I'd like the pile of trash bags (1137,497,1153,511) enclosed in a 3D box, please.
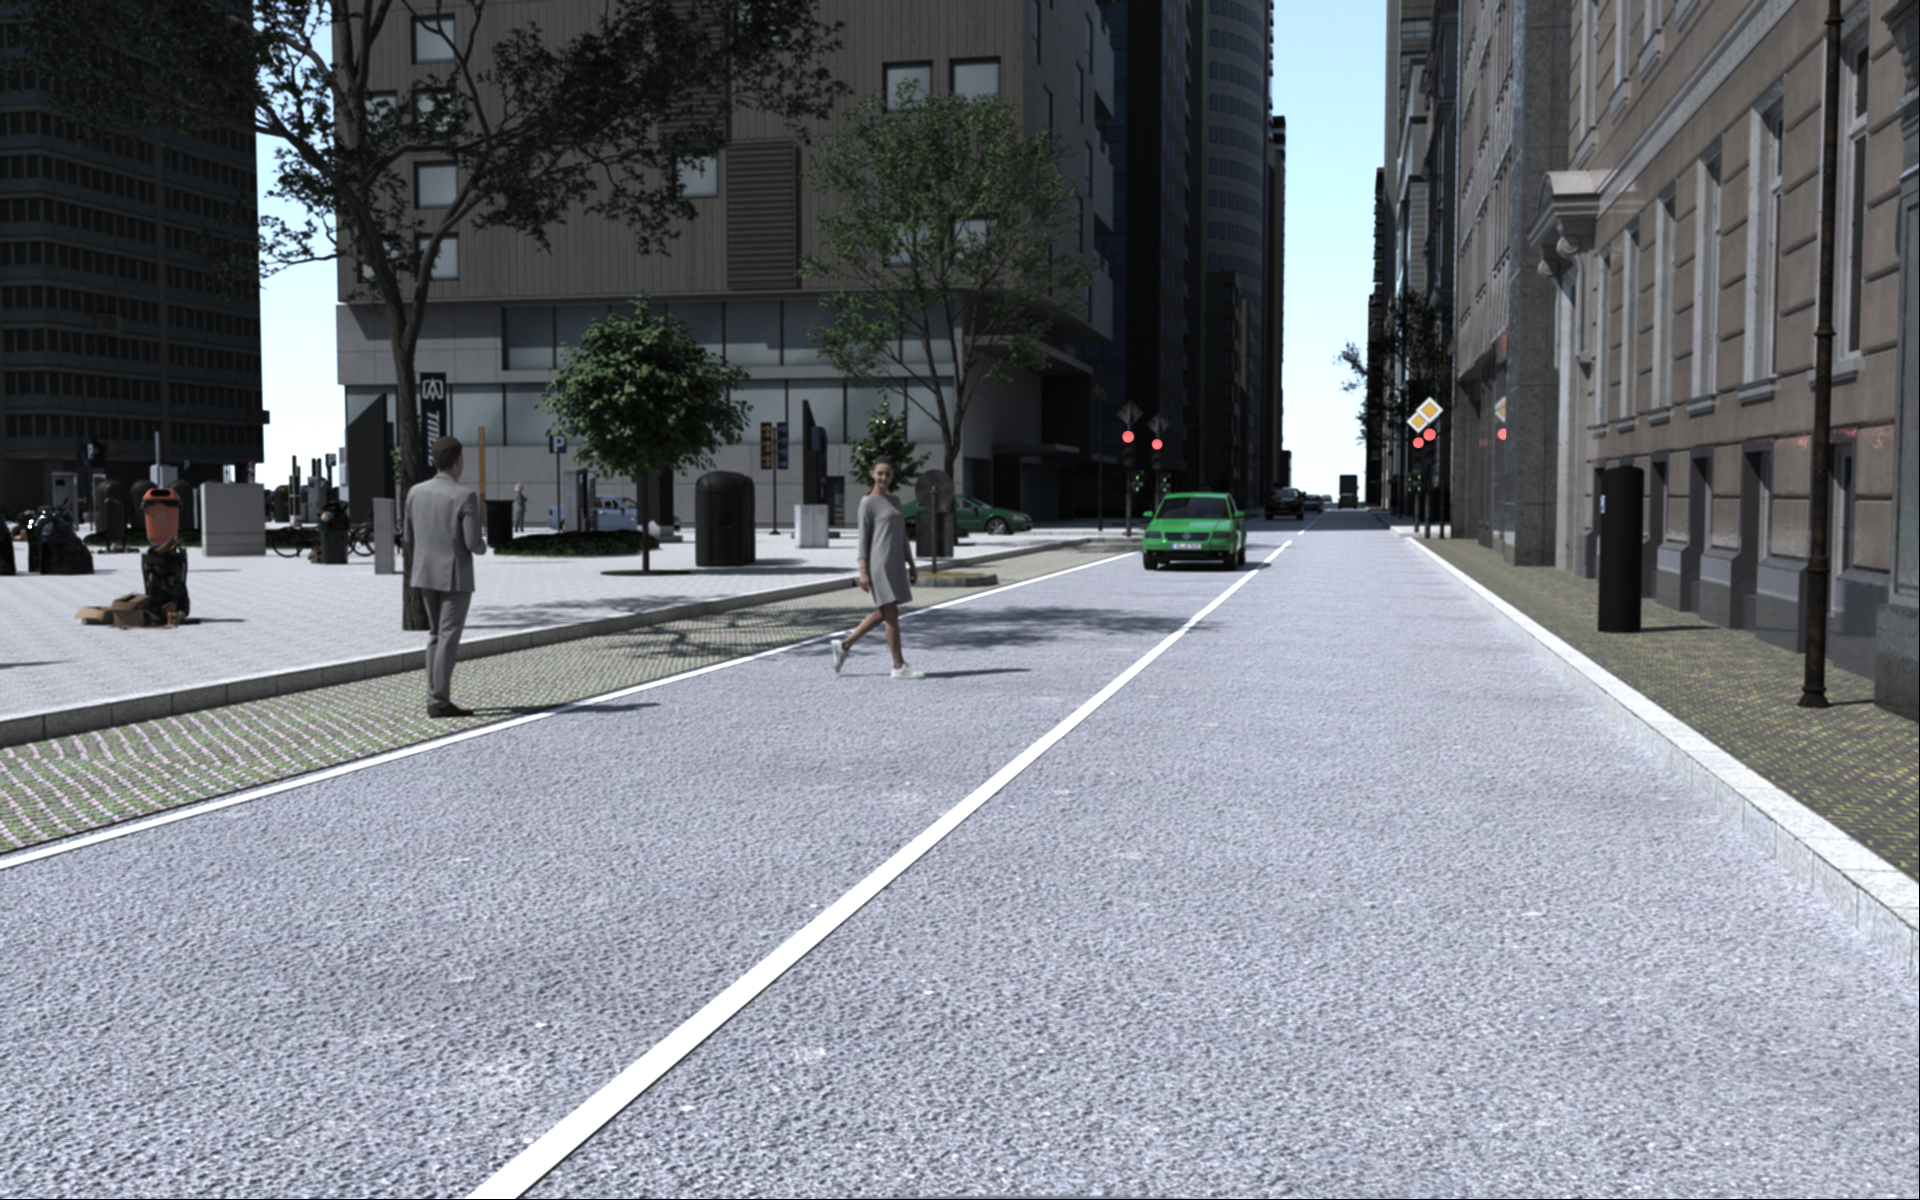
[{"bbox_3d":[11.034,-5.074,92.710,3.447,1.369,1.912,2,4,28],"label":"pile of trash bags"}]

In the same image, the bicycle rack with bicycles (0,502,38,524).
[{"bbox_3d":[-41.202,-3.773,75.077,2.925,0.926,2.852,-2,4,-33],"label":"bicycle rack with bicycles"}]

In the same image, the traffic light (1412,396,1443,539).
[{"bbox_3d":[13.479,-3.729,49.895,0.839,4.253,0.868,1,4,13],"label":"traffic light"}]

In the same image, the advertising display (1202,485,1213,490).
[{"bbox_3d":[17.448,-7.165,122.366,0.974,1.923,0.123,3,5,43],"label":"advertising display"}]

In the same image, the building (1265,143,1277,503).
[{"bbox_3d":[28.508,-31.432,197.515,14.154,41.232,14.086,1,4,13],"label":"building"}]

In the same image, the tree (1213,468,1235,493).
[{"bbox_3d":[19.369,-8.112,127.226,1.663,3.219,1.824,0,3,0],"label":"tree"}]

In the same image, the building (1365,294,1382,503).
[{"bbox_3d":[65.534,-29.154,248.366,14.160,30.474,14.107,1,4,13],"label":"building"}]

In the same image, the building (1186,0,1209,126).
[{"bbox_3d":[10.004,-26.912,123.613,14.154,41.232,14.086,1,4,13],"label":"building"}]

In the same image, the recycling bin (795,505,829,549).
[{"bbox_3d":[-3.526,-1.750,41.161,0.722,1.027,0.722,-1,4,-13],"label":"recycling bin"}]

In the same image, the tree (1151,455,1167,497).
[{"bbox_3d":[8.501,-5.116,78.241,1.663,3.219,1.824,0,3,0],"label":"tree"}]

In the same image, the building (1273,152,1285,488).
[{"bbox_3d":[34.283,-35.040,223.022,14.600,45.320,14.200,1,4,13],"label":"building"}]

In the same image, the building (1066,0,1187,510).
[{"bbox_3d":[5.668,-27.627,101.809,14.600,45.320,14.200,1,4,13],"label":"building"}]

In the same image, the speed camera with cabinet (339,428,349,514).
[{"bbox_3d":[-17.844,-3.522,51.919,2.038,3.252,0.660,3,5,41],"label":"speed camera with cabinet"}]

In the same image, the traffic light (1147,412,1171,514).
[{"bbox_3d":[6.817,-4.320,59.548,0.839,4.253,0.868,1,4,13],"label":"traffic light"}]

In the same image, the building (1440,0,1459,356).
[{"bbox_3d":[27.033,-14.122,59.771,19.941,23.489,11.050,1,4,13],"label":"building"}]

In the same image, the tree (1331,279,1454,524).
[{"bbox_3d":[20.281,-8.620,75.357,7.601,10.594,8.767,3,4,37],"label":"tree"}]

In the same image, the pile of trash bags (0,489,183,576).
[{"bbox_3d":[-14.484,-1.122,28.103,3.447,1.369,1.912,-1,4,-21],"label":"pile of trash bags"}]

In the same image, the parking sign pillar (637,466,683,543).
[{"bbox_3d":[-8.044,-3.495,45.615,1.447,3.967,1.447,-3,4,-37],"label":"parking sign pillar"}]

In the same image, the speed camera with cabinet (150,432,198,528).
[{"bbox_3d":[-24.763,-3.696,54.763,2.038,3.252,0.660,2,4,34],"label":"speed camera with cabinet"}]

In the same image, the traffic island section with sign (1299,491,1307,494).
[{"bbox_3d":[52.606,-15.632,264.202,1.989,1.847,2.006,1,4,13],"label":"traffic island section with sign"}]

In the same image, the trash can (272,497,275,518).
[{"bbox_3d":[-37.174,-5.065,94.470,0.748,1.137,0.748,0,3,0],"label":"trash can"}]

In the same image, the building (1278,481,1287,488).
[{"bbox_3d":[29.690,-33.753,243.735,32.217,40.220,23.993,1,4,13],"label":"building"}]

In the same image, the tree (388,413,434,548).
[{"bbox_3d":[-12.833,-2.869,41.512,1.663,3.219,1.824,0,3,0],"label":"tree"}]

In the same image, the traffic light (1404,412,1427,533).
[{"bbox_3d":[15.225,-4.206,57.688,0.839,4.253,0.868,1,4,13],"label":"traffic light"}]

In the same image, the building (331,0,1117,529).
[{"bbox_3d":[-8.043,-29.719,75.138,28.713,52.752,27.495,1,4,13],"label":"building"}]

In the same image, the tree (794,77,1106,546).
[{"bbox_3d":[-0.221,-7.158,42.787,9.928,11.665,9.643,0,3,0],"label":"tree"}]

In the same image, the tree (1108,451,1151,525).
[{"bbox_3d":[6.946,-4.719,71.753,1.663,3.219,1.824,0,3,0],"label":"tree"}]

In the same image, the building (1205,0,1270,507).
[{"bbox_3d":[20.214,-38.851,177.208,21.231,58.520,28.212,1,4,13],"label":"building"}]

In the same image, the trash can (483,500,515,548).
[{"bbox_3d":[-10.994,-1.817,41.360,0.748,1.137,0.748,0,3,0],"label":"trash can"}]

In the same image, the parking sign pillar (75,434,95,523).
[{"bbox_3d":[-39.430,-5.486,78.175,1.447,3.967,1.447,0,4,-8],"label":"parking sign pillar"}]

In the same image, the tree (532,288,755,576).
[{"bbox_3d":[-5.134,-2.695,27.778,4.285,4.588,4.351,0,3,0],"label":"tree"}]

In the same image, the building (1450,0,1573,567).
[{"bbox_3d":[17.877,-13.478,38.382,12.078,24.808,19.932,1,4,13],"label":"building"}]

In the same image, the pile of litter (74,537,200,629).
[{"bbox_3d":[-8.121,-0.193,17.122,1.176,0.858,1.719,-1,4,-15],"label":"pile of litter"}]

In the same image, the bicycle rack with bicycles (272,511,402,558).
[{"bbox_3d":[-12.616,-1.396,36.202,2.925,0.926,2.852,-1,4,-10],"label":"bicycle rack with bicycles"}]

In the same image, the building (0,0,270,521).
[{"bbox_3d":[-52.465,-24.278,88.830,23.993,40.220,32.217,1,4,13],"label":"building"}]

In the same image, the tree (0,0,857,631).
[{"bbox_3d":[-5.105,-5.015,16.403,8.767,10.594,7.601,0,4,0],"label":"tree"}]

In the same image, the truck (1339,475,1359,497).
[{"bbox_3d":[57.588,-16.374,256.623,2.839,4.237,11.283,1,4,14],"label":"truck"}]

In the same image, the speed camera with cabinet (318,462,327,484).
[{"bbox_3d":[-39.242,-6.820,105.844,0.660,3.252,2.038,0,4,5],"label":"speed camera with cabinet"}]

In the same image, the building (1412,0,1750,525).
[{"bbox_3d":[30.731,-18.552,89.224,13.634,28.700,20.117,1,4,13],"label":"building"}]

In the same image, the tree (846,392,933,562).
[{"bbox_3d":[-1.313,-2.347,32.973,1.663,3.219,1.824,0,3,0],"label":"tree"}]

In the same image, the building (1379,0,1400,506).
[{"bbox_3d":[56.735,-39.516,188.092,21.231,58.520,28.212,1,4,13],"label":"building"}]

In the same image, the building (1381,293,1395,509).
[{"bbox_3d":[53.630,-19.278,160.237,27.650,21.520,28.899,1,4,13],"label":"building"}]

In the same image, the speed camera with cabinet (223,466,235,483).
[{"bbox_3d":[-52.800,-7.913,123.721,2.038,3.252,0.660,1,4,18],"label":"speed camera with cabinet"}]

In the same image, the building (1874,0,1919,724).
[{"bbox_3d":[8.162,-9.235,0.147,9.793,20.994,18.267,1,4,13],"label":"building"}]

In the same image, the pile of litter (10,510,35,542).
[{"bbox_3d":[-25.529,-2.023,47.033,1.719,0.858,1.176,2,4,34],"label":"pile of litter"}]

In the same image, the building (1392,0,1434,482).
[{"bbox_3d":[42.259,-27.878,139.407,14.154,41.232,14.086,1,4,13],"label":"building"}]

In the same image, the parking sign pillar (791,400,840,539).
[{"bbox_3d":[-4.199,-3.777,50.222,1.447,3.967,1.447,1,4,8],"label":"parking sign pillar"}]

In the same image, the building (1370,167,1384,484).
[{"bbox_3d":[65.044,-34.925,225.643,22.147,44.769,28.867,1,4,13],"label":"building"}]

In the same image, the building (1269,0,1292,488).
[{"bbox_3d":[40.693,-58.471,268.673,22.319,86.520,31.000,1,4,13],"label":"building"}]

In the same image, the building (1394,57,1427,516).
[{"bbox_3d":[34.696,-20.590,114.140,11.434,29.767,29.804,1,4,13],"label":"building"}]

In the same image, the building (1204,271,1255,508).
[{"bbox_3d":[10.909,-18.726,151.208,27.650,21.520,28.899,1,4,13],"label":"building"}]

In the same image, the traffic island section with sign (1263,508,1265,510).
[{"bbox_3d":[28.387,-9.020,156.102,1.989,1.847,2.006,1,4,13],"label":"traffic island section with sign"}]

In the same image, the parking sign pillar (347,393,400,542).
[{"bbox_3d":[-15.872,-3.563,46.723,1.447,3.967,1.447,2,4,25],"label":"parking sign pillar"}]

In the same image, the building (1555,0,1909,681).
[{"bbox_3d":[14.338,-14.230,18.571,13.634,28.700,20.117,1,4,13],"label":"building"}]

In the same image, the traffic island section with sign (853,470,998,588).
[{"bbox_3d":[-0.471,-1.142,27.293,1.989,1.847,2.006,1,4,13],"label":"traffic island section with sign"}]

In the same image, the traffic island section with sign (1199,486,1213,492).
[{"bbox_3d":[11.510,-4.414,80.798,1.989,1.847,2.006,1,4,13],"label":"traffic island section with sign"}]

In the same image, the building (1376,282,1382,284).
[{"bbox_3d":[75.805,-39.675,268.296,23.786,49.044,30.456,1,4,13],"label":"building"}]

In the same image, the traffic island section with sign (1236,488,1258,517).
[{"bbox_3d":[17.494,-6.046,107.485,1.989,1.847,2.006,1,4,13],"label":"traffic island section with sign"}]

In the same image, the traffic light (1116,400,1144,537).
[{"bbox_3d":[5.071,-3.843,51.756,0.839,4.253,0.868,1,4,13],"label":"traffic light"}]

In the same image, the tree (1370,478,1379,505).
[{"bbox_3d":[51.183,-13.359,213.026,1.663,3.219,1.824,0,3,0],"label":"tree"}]
